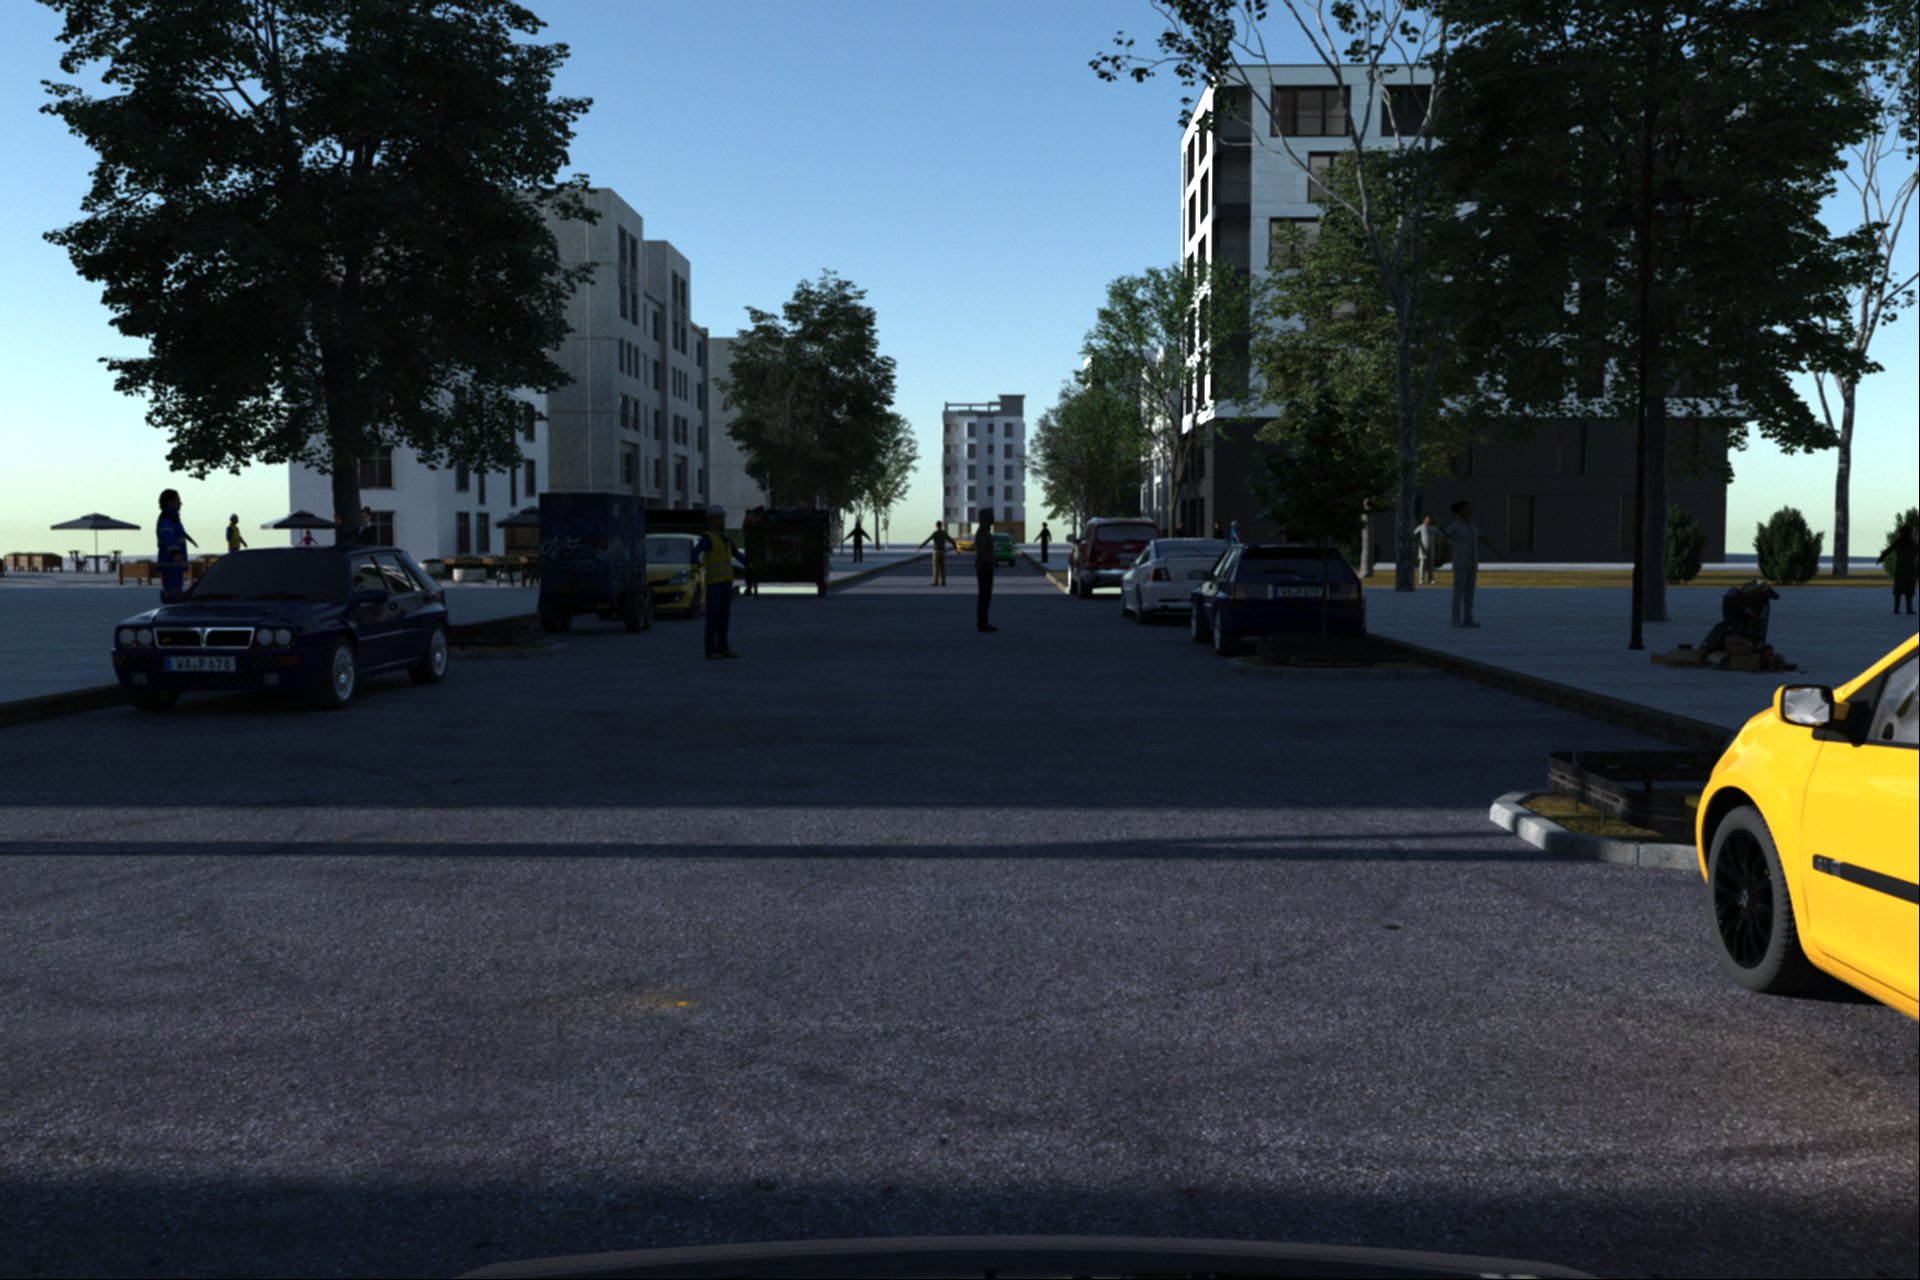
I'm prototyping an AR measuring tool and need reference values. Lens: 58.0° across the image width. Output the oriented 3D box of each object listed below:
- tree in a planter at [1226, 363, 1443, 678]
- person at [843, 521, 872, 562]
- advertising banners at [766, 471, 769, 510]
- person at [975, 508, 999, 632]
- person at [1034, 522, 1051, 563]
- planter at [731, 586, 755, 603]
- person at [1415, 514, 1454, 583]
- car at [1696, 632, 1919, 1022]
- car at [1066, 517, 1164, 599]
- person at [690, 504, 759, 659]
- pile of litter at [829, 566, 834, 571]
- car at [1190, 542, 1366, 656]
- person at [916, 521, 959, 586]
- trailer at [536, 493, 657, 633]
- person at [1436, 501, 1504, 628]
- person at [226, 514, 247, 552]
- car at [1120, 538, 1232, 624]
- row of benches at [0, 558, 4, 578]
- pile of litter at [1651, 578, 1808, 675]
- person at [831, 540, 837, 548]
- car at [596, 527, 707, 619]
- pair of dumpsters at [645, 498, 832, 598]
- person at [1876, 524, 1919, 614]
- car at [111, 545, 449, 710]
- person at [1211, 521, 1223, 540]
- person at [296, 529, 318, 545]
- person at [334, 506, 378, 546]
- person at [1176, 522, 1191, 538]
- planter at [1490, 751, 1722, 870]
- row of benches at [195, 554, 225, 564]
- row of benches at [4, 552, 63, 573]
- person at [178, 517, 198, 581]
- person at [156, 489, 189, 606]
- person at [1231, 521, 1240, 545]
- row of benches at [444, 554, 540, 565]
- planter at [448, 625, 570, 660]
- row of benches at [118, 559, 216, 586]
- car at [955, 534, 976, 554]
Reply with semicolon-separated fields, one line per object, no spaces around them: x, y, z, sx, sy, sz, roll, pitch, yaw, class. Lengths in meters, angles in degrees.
3.836;-1.279;18.131;1.991;3.239;1.994;0;4;2;tree in a planter
-4.617;-4.429;78.189;1.354;1.856;0.705;1;4;14;person
-5.402;-3.155;47.771;0.090;3.025;2.074;0;4;2;advertising banners
0.403;-1.033;25.476;0.705;1.813;1.348;0;4;6;person
3.754;-4.358;77.434;0.705;1.806;1.347;2;4;35;person
-5.442;-0.970;36.996;1.991;0.319;1.994;0;4;2;planter
12.140;-2.372;44.965;1.347;1.806;0.705;0;4;-3;person
3.263;0.366;4.242;2.015;1.641;3.980;0;4;2;car
3.630;-1.911;39.910;2.281;1.827;5.304;0;4;0;car
-2.727;-0.675;19.954;0.721;1.772;1.216;2;4;29;person
-5.005;-2.847;60.519;1.176;0.858;1.719;0;4;1;pile of litter
3.908;-0.556;21.676;1.945;1.354;3.894;0;4;1;car
-0.588;-2.389;47.792;1.348;1.796;0.705;-2;4;-30;person
-5.347;-1.085;24.781;1.471;1.999;3.904;0;4;1;trailer
6.988;-1.041;23.793;1.217;1.739;0.721;-2;4;-29;person
-19.812;-2.531;47.354;0.705;1.833;1.349;0;4;-5;person
3.749;-1.009;28.856;2.083;1.381;4.827;0;4;0;car
-29.268;-2.235;51.999;1.422;0.672;4.104;-2;4;-34;row of benches
7.366;-0.164;16.642;1.176;0.858;1.719;0;4;1;pile of litter
-3.902;-2.451;45.929;1.347;1.847;0.705;-2;4;-32;person
-5.232;-1.233;30.384;2.015;1.641;3.980;0;4;1;car
-5.154;-2.106;39.387;4.436;2.255;1.574;0;4;1;pair of dumpsters
15.233;-1.141;27.861;0.599;1.438;0.989;-3;4;-36;person
-5.864;-0.169;15.340;1.945;1.354;3.894;0;4;1;car
11.069;-4.194;74.507;0.705;1.837;1.347;2;4;30;person
-21.515;-2.922;57.034;0.599;1.433;0.991;2;4;35;person
-9.750;-1.290;27.934;0.742;1.727;0.445;0;4;-4;person
9.527;-4.185;74.655;1.346;1.802;0.704;-3;4;-36;person
3.644;0.787;8.279;1.991;0.319;1.994;0;4;1;planter
-22.437;-2.281;52.753;1.422;0.672;4.104;-3;4;-38;row of benches
-31.548;-2.661;58.966;4.104;0.672;1.422;3;5;45;row of benches
-21.586;-2.548;47.795;1.346;1.812;0.704;2;4;26;person
-9.570;-0.925;21.107;0.704;1.831;1.345;-1;4;-22;person
11.320;-3.974;71.104;0.704;1.817;1.347;0;4;2;person
-14.067;-2.311;53.244;1.422;0.672;4.104;2;4;35;row of benches
-5.780;0.025;20.730;1.991;0.319;1.994;0;4;1;planter
-19.130;-1.681;42.954;4.104;0.672;1.422;2;4;24;row of benches
0.637;-6.984;124.410;2.015;1.641;3.980;0;4;1;car
